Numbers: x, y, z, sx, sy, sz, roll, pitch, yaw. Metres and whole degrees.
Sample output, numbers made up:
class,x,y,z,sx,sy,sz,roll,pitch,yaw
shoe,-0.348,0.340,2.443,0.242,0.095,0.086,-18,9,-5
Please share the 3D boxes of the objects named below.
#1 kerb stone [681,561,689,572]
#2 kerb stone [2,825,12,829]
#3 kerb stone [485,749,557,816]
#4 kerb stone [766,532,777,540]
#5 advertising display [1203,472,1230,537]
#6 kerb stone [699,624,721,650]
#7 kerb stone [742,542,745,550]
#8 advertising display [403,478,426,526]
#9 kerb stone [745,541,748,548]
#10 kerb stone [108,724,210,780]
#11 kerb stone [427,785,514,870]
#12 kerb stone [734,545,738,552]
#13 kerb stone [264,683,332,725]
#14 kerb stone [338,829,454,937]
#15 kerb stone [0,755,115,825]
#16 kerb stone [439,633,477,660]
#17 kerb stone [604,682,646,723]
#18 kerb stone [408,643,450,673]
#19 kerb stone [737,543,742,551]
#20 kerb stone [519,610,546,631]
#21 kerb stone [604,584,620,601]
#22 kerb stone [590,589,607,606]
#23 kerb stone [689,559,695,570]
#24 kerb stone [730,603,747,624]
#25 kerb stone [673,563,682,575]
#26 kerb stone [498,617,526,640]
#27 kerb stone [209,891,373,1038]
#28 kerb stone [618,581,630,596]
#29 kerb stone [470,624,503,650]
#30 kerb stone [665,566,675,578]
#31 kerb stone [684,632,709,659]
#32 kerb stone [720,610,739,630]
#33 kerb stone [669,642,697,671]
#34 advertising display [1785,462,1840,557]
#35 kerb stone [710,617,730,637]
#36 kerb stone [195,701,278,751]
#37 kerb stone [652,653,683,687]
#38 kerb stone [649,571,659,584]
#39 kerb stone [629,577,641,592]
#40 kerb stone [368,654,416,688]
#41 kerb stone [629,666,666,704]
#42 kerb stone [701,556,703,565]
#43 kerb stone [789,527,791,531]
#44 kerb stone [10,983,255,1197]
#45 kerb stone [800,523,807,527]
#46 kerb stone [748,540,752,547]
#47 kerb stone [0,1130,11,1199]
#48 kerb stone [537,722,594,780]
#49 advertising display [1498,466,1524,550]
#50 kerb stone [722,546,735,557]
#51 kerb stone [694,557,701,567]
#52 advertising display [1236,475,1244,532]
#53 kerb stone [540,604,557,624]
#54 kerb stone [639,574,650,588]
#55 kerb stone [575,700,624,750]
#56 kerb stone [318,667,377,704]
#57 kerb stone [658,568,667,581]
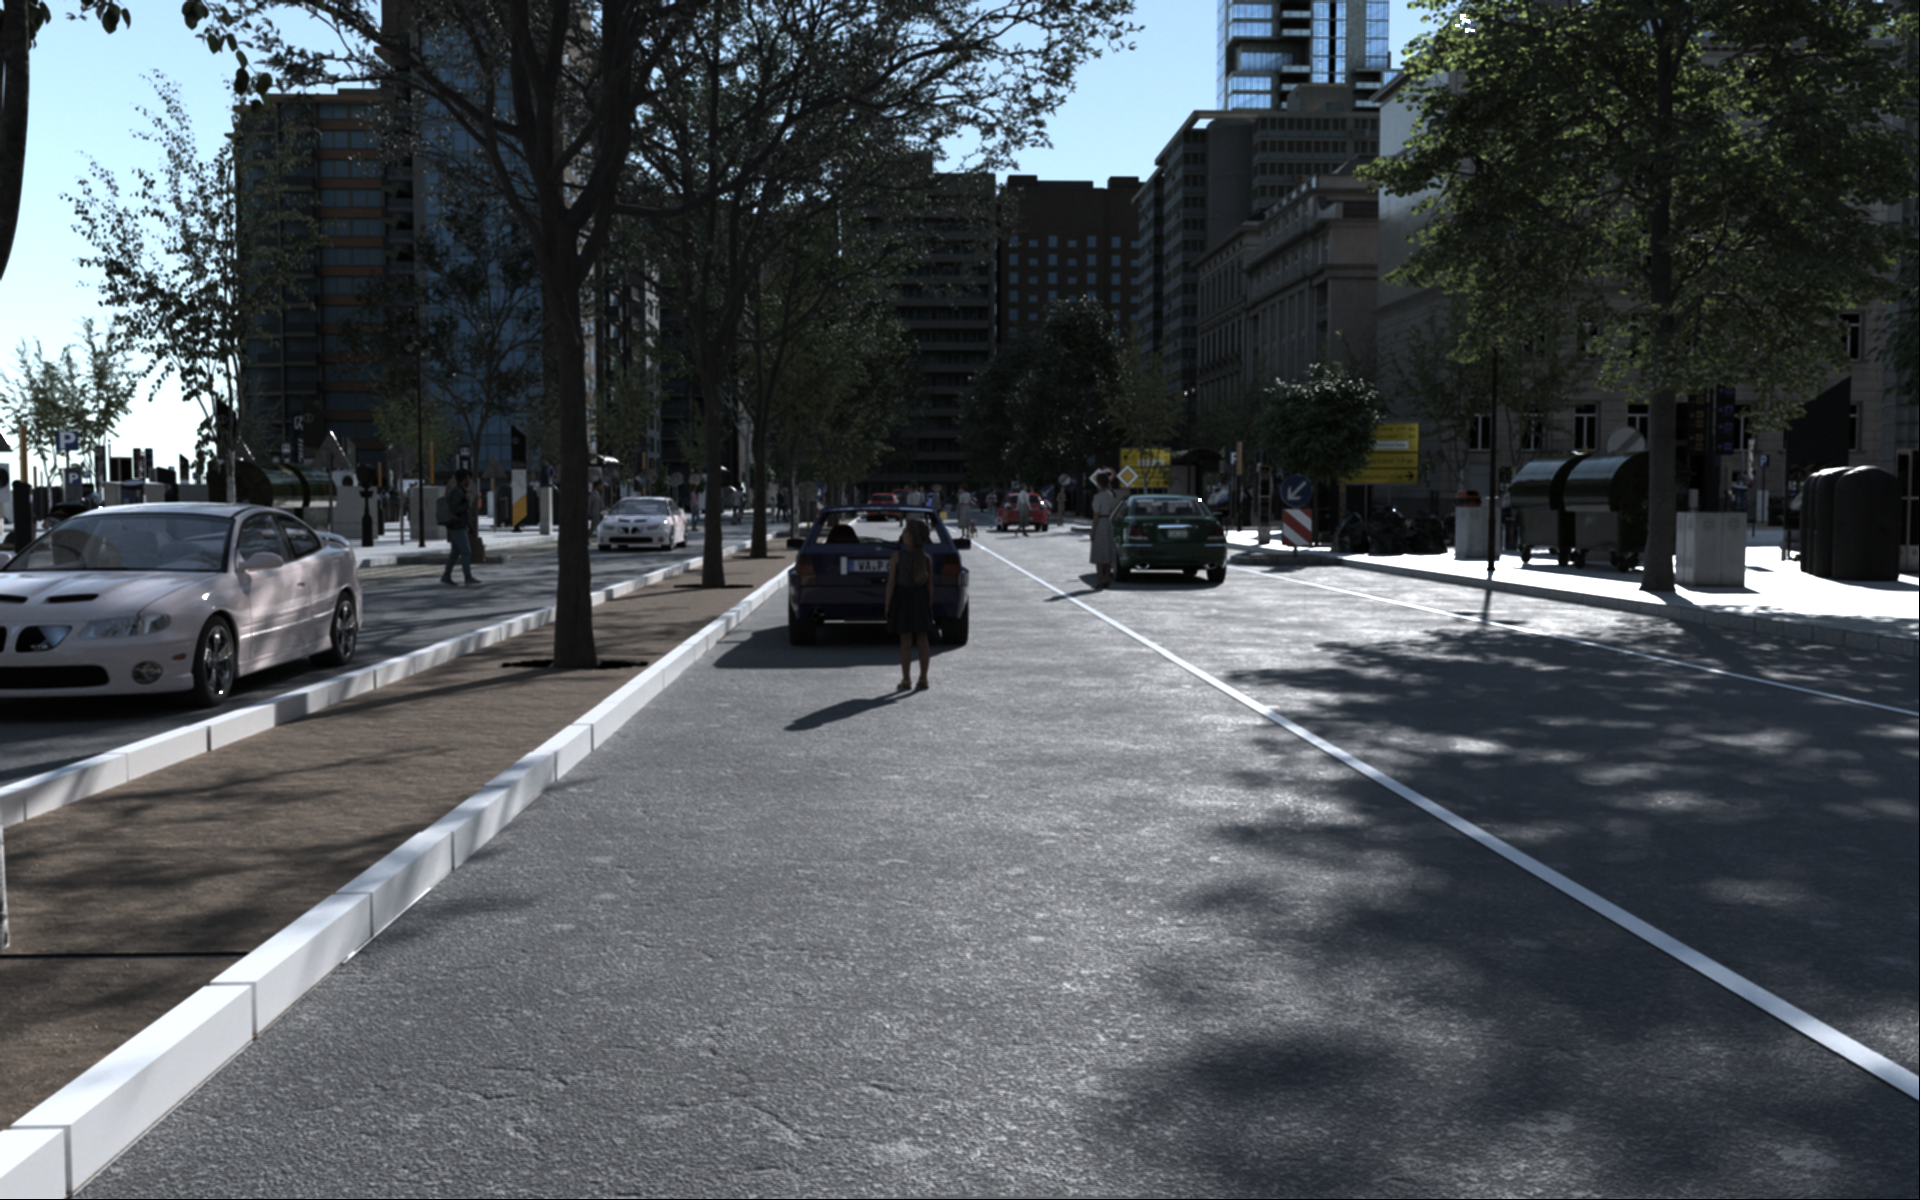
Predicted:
class,x,y,z,sx,sy,sz,roll,pitch,yaw
kerb stone,-5.108,-0.575,31.591,0.120,0.150,1.000,0,4,-2
kerb stone,-4.113,0.928,7.032,0.120,0.150,1.000,0,4,-2
kerb stone,-2.057,0.861,8.120,0.120,0.150,1.000,0,4,-2
kerb stone,-6.107,-2.076,56.162,0.120,0.150,1.000,0,4,-2
advertising display,7.658,-2.844,51.709,0.974,1.923,0.123,-2,4,-34
kerb stone,-2.382,0.361,16.298,0.120,0.150,1.000,0,4,-2
kerb stone,-5.606,-1.326,43.888,0.120,0.150,1.000,0,4,-2
advertising display,-22.222,-3.989,70.435,0.974,1.923,0.123,-1,4,-16
kerb stone,-5.655,-1.389,44.909,0.120,0.150,1.000,0,4,-2
kerb stone,-4.203,0.802,9.077,0.120,0.150,1.000,0,4,-2
kerb stone,-2.008,0.927,7.100,0.120,0.150,1.000,0,4,-2
kerb stone,-5.525,-1.201,41.834,0.120,0.150,1.000,0,4,-2
kerb stone,-4.277,0.677,11.125,0.120,0.150,1.000,0,4,-2
kerb stone,-1.972,0.986,6.078,0.120,0.150,1.000,0,4,-2
kerb stone,-4.157,0.867,8.057,0.120,0.150,1.000,0,4,-2
kerb stone,-4.448,0.426,15.224,0.120,0.150,1.000,0,4,-2
kerb stone,-2.175,0.673,11.192,0.120,0.150,1.000,0,4,-2
kerb stone,-4.395,0.491,14.200,0.120,0.150,1.000,0,4,-2
kerb stone,-5.571,-1.261,42.867,0.120,0.150,1.000,0,4,-2
kerb stone,-4.565,0.238,18.299,0.120,0.150,1.000,0,4,-2
kerb stone,-4.772,-0.074,23.406,0.120,0.150,1.000,0,4,-2
kerb stone,-4.735,-0.012,22.385,0.120,0.150,1.000,0,4,-2
kerb stone,-5.154,-0.637,32.612,0.120,0.150,1.000,0,4,-2
kerb stone,-2.509,0.174,19.381,0.120,0.150,1.000,0,4,-2
kerb stone,-5.066,-0.512,30.565,0.120,0.150,1.000,0,4,-2
kerb stone,-4.524,0.301,17.277,0.120,0.150,1.000,0,4,-2
kerb stone,-1.933,1.048,5.057,0.120,0.150,1.000,0,4,-2
kerb stone,-4.824,-0.134,24.430,0.120,0.150,1.000,0,4,-2
kerb stone,-4.488,0.365,16.248,0.120,0.150,1.000,0,4,-2
kerb stone,-5.022,-0.449,29.544,0.120,0.150,1.000,0,4,-2
kerb stone,-2.345,0.423,15.277,0.120,0.150,1.000,0,4,-2
kerb stone,-2.471,0.238,18.357,0.120,0.150,1.000,0,4,-2
kerb stone,-2.305,0.488,14.255,0.120,0.150,1.000,0,4,-2
advertising display,17.065,-1.803,34.694,0.123,1.923,0.974,-3,5,-42
kerb stone,-2.433,0.305,17.328,0.120,0.150,1.000,0,4,-2
kerb stone,-4.233,0.741,10.099,0.120,0.150,1.000,0,4,-2
kerb stone,-2.259,0.549,13.234,0.120,0.150,1.000,0,4,-2
kerb stone,-4.946,-0.324,27.501,0.120,0.150,1.000,0,4,-2
kerb stone,-4.864,-0.194,25.455,0.120,0.150,1.000,0,4,-2
kerb stone,-4.353,0.552,13.174,0.120,0.150,1.000,0,4,-2
kerb stone,-2.219,0.611,12.213,0.120,0.150,1.000,0,4,-2
kerb stone,-5.241,-0.760,34.665,0.120,0.150,1.000,0,4,-2
kerb stone,-6.629,-2.865,69.031,0.120,0.150,1.000,0,4,-2
kerb stone,-1.889,1.111,4.023,0.120,0.150,1.000,0,4,-2
kerb stone,-6.965,-3.366,77.235,0.120,0.150,1.000,0,4,-2
kerb stone,-5.690,-1.452,45.931,0.120,0.150,1.000,0,4,-2
kerb stone,-1.850,1.174,3.002,0.120,0.150,1.000,0,4,-2
kerb stone,-2.094,0.801,9.148,0.120,0.150,1.000,0,4,-2
advertising display,12.748,-2.127,39.991,0.123,1.923,0.974,-1,4,-15
kerb stone,-5.478,-1.139,40.814,0.120,0.150,1.000,0,4,-2
kerb stone,-5.194,-0.698,33.644,0.120,0.150,1.000,0,4,-2
advertising display,9.511,-3.278,58.813,0.123,1.923,0.974,1,4,17
kerb stone,-4.608,0.176,19.320,0.120,0.150,1.000,0,4,-2
kerb stone,-4.906,-0.262,26.480,0.120,0.150,1.000,0,4,-2
kerb stone,-2.128,0.736,10.169,0.120,0.150,1.000,0,4,-2
kerb stone,-4.320,0.615,12.146,0.120,0.150,1.000,0,4,-2
kerb stone,-4.992,-0.387,28.522,0.120,0.150,1.000,0,4,-2
